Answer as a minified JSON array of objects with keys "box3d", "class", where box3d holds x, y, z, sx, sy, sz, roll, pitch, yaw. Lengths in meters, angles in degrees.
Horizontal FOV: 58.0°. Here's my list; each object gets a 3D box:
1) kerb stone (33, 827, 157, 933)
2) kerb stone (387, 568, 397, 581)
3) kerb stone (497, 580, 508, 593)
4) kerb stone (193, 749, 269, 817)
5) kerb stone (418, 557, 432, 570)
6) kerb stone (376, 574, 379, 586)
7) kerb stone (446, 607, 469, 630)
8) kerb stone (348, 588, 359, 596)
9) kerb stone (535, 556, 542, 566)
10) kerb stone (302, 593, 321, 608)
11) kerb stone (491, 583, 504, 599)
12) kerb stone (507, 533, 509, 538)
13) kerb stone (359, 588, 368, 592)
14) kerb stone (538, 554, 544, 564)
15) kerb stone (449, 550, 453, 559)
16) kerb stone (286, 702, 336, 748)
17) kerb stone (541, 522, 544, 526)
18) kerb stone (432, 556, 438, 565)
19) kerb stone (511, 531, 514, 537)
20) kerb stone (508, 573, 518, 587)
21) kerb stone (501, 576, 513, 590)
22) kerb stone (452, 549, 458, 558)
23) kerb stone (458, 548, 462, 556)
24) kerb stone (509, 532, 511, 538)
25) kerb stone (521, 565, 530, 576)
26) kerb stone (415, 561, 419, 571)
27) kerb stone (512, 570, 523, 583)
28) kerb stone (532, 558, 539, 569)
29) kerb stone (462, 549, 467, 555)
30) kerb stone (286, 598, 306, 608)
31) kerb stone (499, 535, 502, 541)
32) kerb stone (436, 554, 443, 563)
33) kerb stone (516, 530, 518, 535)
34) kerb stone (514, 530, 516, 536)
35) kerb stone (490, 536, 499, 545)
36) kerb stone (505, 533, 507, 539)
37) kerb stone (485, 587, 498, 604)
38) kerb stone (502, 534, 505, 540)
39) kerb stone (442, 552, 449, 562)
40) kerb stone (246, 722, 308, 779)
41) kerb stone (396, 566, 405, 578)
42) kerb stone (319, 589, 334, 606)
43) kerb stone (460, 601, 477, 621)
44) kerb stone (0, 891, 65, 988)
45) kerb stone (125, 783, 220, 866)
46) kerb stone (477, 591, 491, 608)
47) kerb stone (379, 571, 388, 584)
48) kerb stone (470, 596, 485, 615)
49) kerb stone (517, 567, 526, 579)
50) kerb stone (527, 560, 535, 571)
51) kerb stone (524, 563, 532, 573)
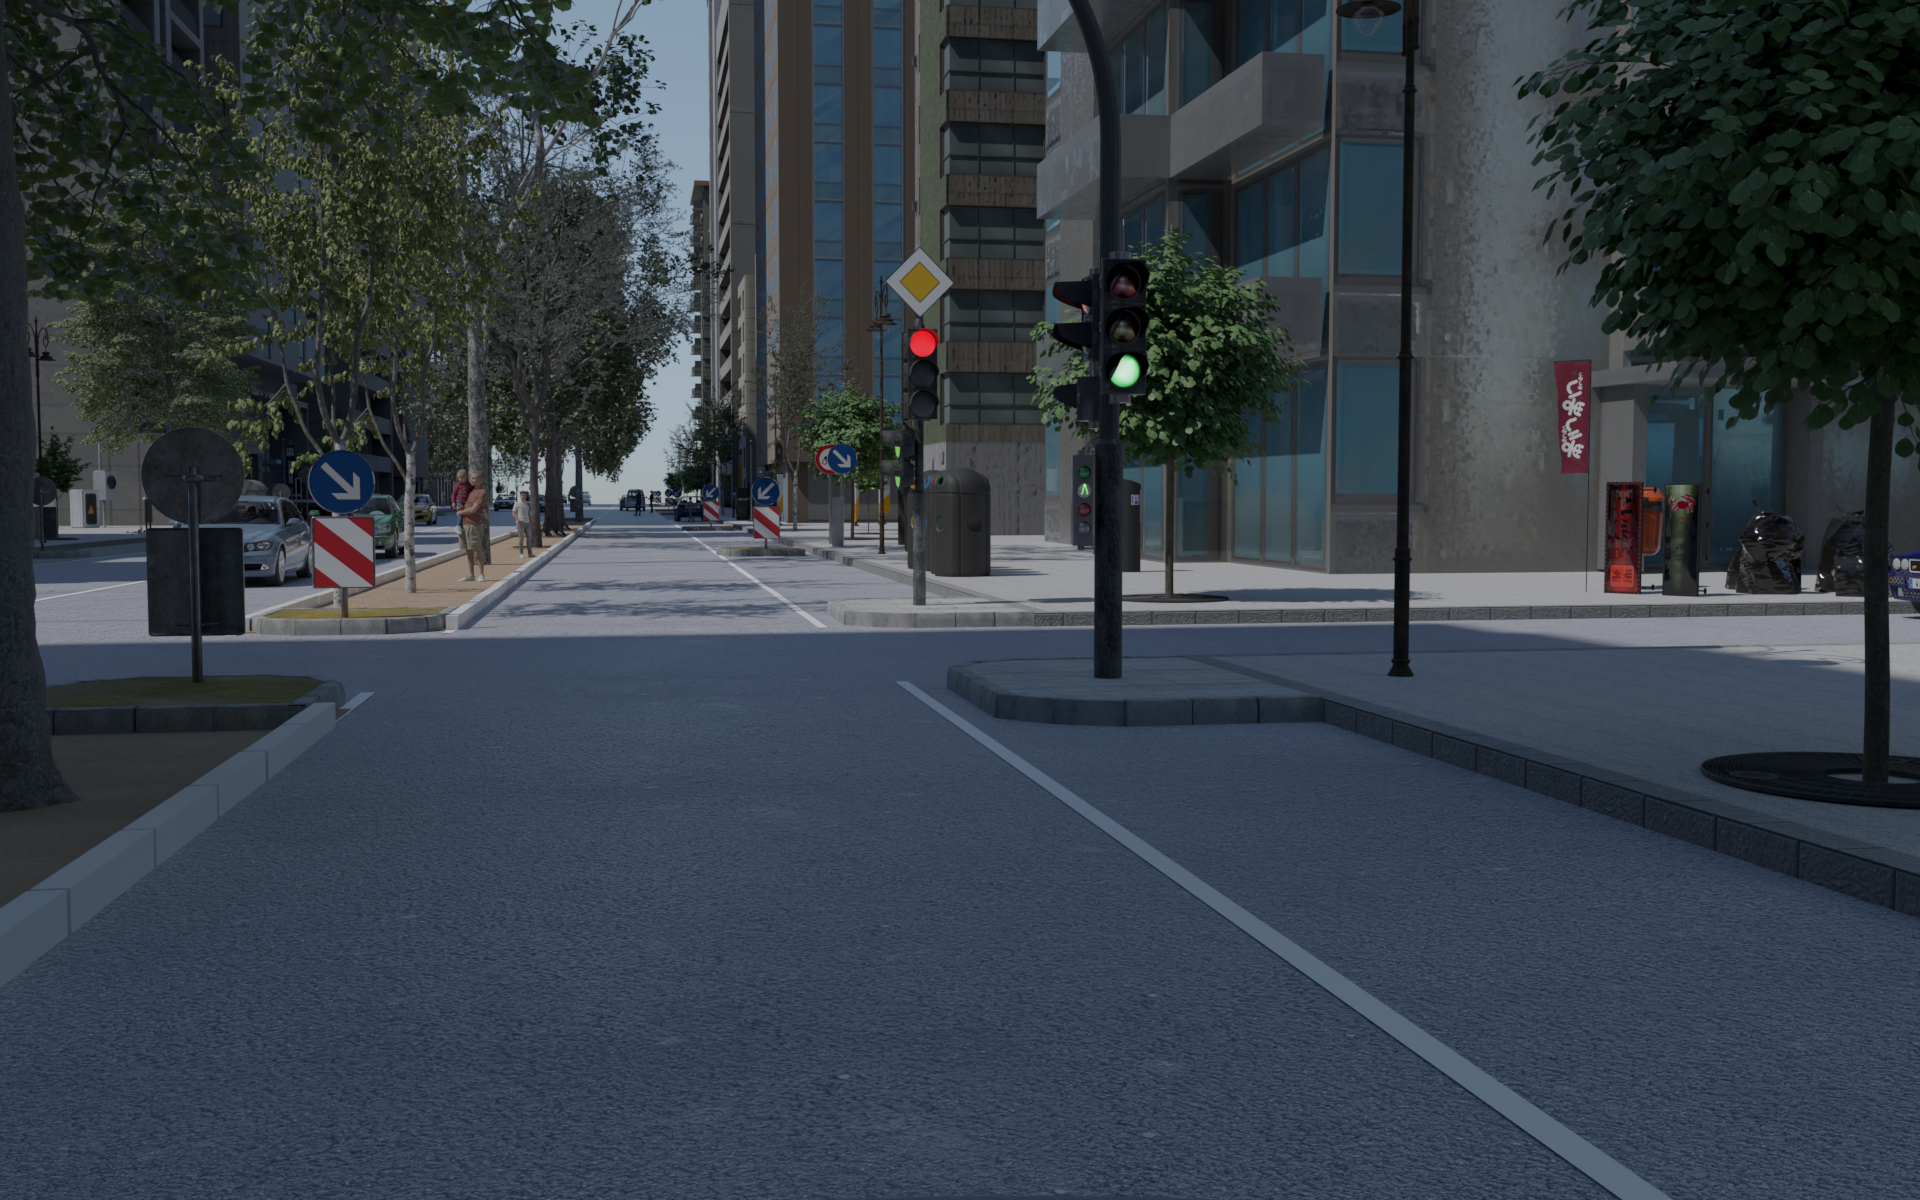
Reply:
[{"box3d":[-3.050,0.983,6.124,0.120,0.150,1.000,-1,4,-11],"class":"kerb stone"},{"box3d":[-9.423,-0.384,28.469,0.120,0.150,1.000,-1,4,-11],"class":"kerb stone"},{"box3d":[-6.589,-0.156,24.754,0.120,0.150,1.000,-1,4,-11],"class":"kerb stone"},{"box3d":[-3.431,0.860,8.142,0.120,0.150,1.000,-1,4,-11],"class":"kerb stone"},{"box3d":[-10.382,-0.691,33.500,0.120,0.150,1.000,-1,4,-11],"class":"kerb stone"},{"box3d":[-9.045,-0.261,26.460,0.120,0.150,1.000,-1,4,-11],"class":"kerb stone"},{"box3d":[-5.443,0.212,18.722,0.120,0.150,1.000,-1,4,-11],"class":"kerb stone"},{"box3d":[-8.666,-0.137,24.441,0.120,0.150,1.000,-1,4,-11],"class":"kerb stone"},{"box3d":[-8.309,-0.711,33.818,0.120,0.150,1.000,-1,4,-11],"class":"kerb stone"},{"box3d":[-8.093,0.047,21.429,0.120,0.150,1.000,-1,4,-11],"class":"kerb stone"},{"box3d":[-6.387,-0.095,23.752,0.120,0.150,1.000,-1,4,-11],"class":"kerb stone"},{"box3d":[-14.392,-1.984,54.627,0.120,0.150,1.000,-1,4,-11],"class":"kerb stone"},{"box3d":[-8.845,-0.199,25.452,0.120,0.150,1.000,-1,4,-11],"class":"kerb stone"},{"box3d":[-8.500,-0.773,34.829,0.120,0.150,1.000,-1,4,-11],"class":"kerb stone"},{"box3d":[-11.150,-0.935,37.530,0.120,0.150,1.000,-1,4,-11],"class":"kerb stone"},{"box3d":[-3.812,0.736,10.164,0.120,0.150,1.000,-1,4,-11],"class":"kerb stone"},{"box3d":[-19.361,-3.584,80.801,0.120,0.150,1.000,-1,4,-11],"class":"kerb stone"},{"box3d":[-10.577,-0.752,34.504,0.120,0.150,1.000,-1,4,-11],"class":"kerb stone"},{"box3d":[-14.777,-2.107,56.650,0.120,0.150,1.000,-1,4,-11],"class":"kerb stone"},{"box3d":[-6.968,-0.280,26.770,0.120,0.150,1.000,-1,4,-11],"class":"kerb stone"},{"box3d":[-6.777,-0.218,25.759,0.120,0.150,1.000,-1,4,-11],"class":"kerb stone"},{"box3d":[-11.339,-0.997,38.542,0.120,0.150,1.000,-1,4,-11],"class":"kerb stone"},{"box3d":[-11.537,-1.061,39.544,0.120,0.150,1.000,-1,4,-11],"class":"kerb stone"},{"box3d":[-14.590,-2.041,55.641,0.120,0.150,1.000,-1,4,-11],"class":"kerb stone"},{"box3d":[-7.542,-0.459,29.799,0.120,0.150,1.000,-1,4,-11],"class":"kerb stone"},{"box3d":[-9.998,-0.569,31.491,0.120,0.150,1.000,-1,4,-11],"class":"kerb stone"},{"box3d":[-7.150,-0.342,27.782,0.120,0.150,1.000,-1,4,-11],"class":"kerb stone"},{"box3d":[-8.119,-0.649,32.813,0.120,0.150,1.000,-1,4,-11],"class":"kerb stone"},{"box3d":[-11.721,-1.121,40.555,0.120,0.150,1.000,-1,4,-11],"class":"kerb stone"},{"box3d":[-7.901,0.110,20.423,0.120,0.150,1.000,-1,4,-11],"class":"kerb stone"},{"box3d":[-13.821,-1.799,51.614,0.120,0.150,1.000,-1,4,-11],"class":"kerb stone"},{"box3d":[-10.766,-0.814,35.518,0.120,0.150,1.000,-1,4,-11],"class":"kerb stone"},{"box3d":[-15.163,-2.227,58.658,0.120,0.150,1.000,-1,4,-11],"class":"kerb stone"},{"box3d":[-14.963,-2.169,57.655,0.120,0.150,1.000,-1,4,-11],"class":"kerb stone"},{"box3d":[-13.632,-1.738,50.610,0.120,0.150,1.000,-1,4,-11],"class":"kerb stone"},{"box3d":[-14.200,-1.916,53.623,0.120,0.150,1.000,-1,4,-11],"class":"kerb stone"},{"box3d":[-6.204,-0.034,22.747,0.120,0.150,1.000,-1,4,-11],"class":"kerb stone"},{"box3d":[-14.012,-1.861,52.618,0.120,0.150,1.000,-1,4,-11],"class":"kerb stone"},{"box3d":[-10.952,-0.876,36.523,0.120,0.150,1.000,-1,4,-11],"class":"kerb stone"},{"box3d":[-3.619,0.798,9.160,0.120,0.150,1.000,-1,4,-11],"class":"kerb stone"},{"box3d":[-9.625,-0.444,29.481,0.120,0.150,1.000,-1,4,-11],"class":"kerb stone"},{"box3d":[-8.275,-0.010,22.435,0.120,0.150,1.000,-1,4,-11],"class":"kerb stone"},{"box3d":[-5.632,0.151,19.726,0.120,0.150,1.000,-1,4,-11],"class":"kerb stone"},{"box3d":[-2.862,1.045,5.116,0.120,0.150,1.000,-1,4,-11],"class":"kerb stone"},{"box3d":[-3.239,0.921,7.129,0.120,0.150,1.000,-1,4,-11],"class":"kerb stone"},{"box3d":[-6.016,0.028,21.733,0.120,0.150,1.000,-1,4,-11],"class":"kerb stone"},{"box3d":[-9.240,-0.321,27.464,0.120,0.150,1.000,-1,4,-11],"class":"kerb stone"},{"box3d":[-5.822,0.093,20.730,0.120,0.150,1.000,-1,4,-11],"class":"kerb stone"},{"box3d":[-7.351,-0.403,28.785,0.120,0.150,1.000,-1,4,-11],"class":"kerb stone"},{"box3d":[-7.933,-0.587,31.805,0.120,0.150,1.000,-1,4,-11],"class":"kerb stone"},{"box3d":[-7.741,-0.526,30.801,0.120,0.150,1.000,-1,4,-11],"class":"kerb stone"}]
